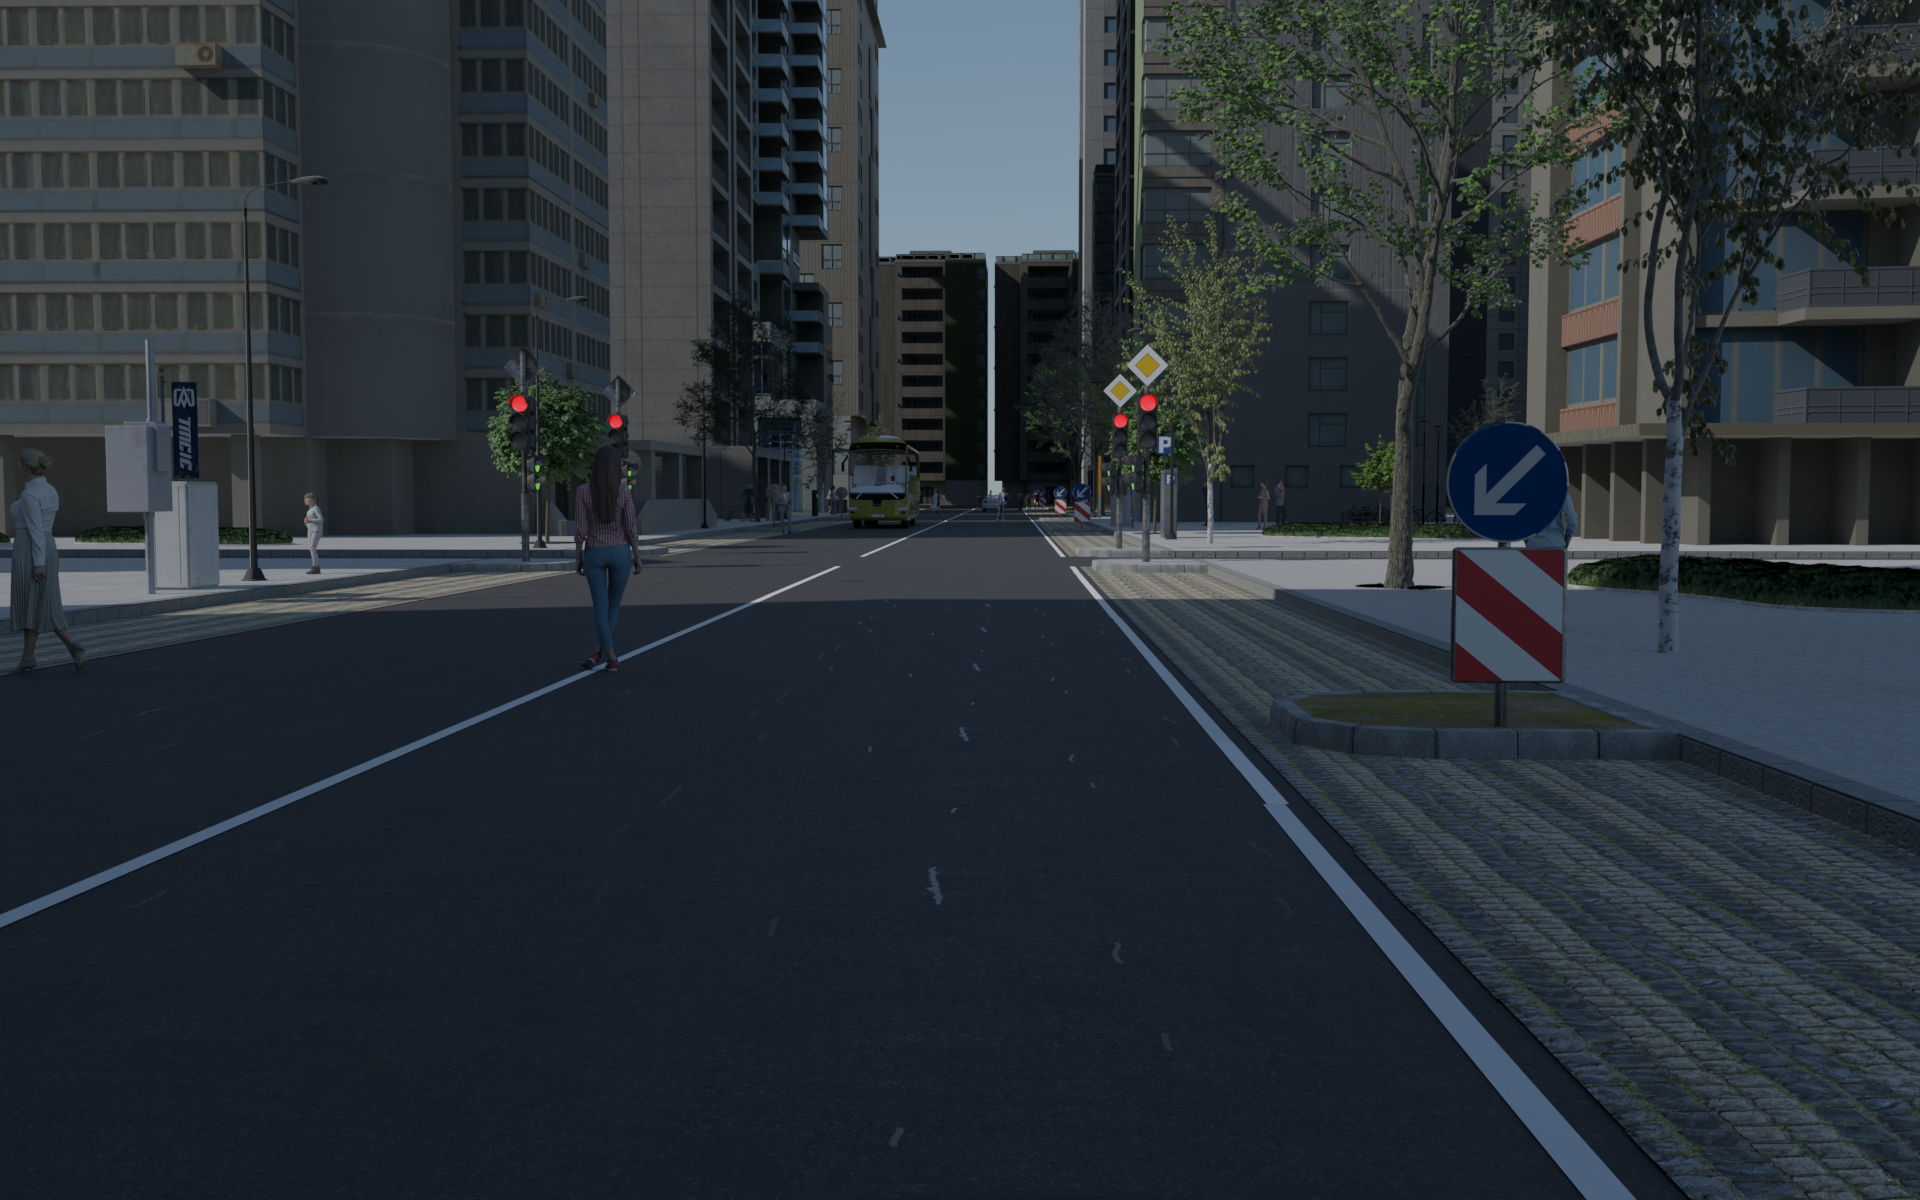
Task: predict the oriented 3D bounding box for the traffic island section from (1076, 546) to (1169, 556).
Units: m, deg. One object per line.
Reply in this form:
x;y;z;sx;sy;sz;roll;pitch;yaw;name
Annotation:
3.762;-1.126;40.690;2.009;0.180;2.903;0;4;2;traffic island section

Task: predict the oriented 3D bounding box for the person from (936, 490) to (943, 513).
-1.598;-7.348;129.352;0.721;1.735;1.217;2;4;31;person

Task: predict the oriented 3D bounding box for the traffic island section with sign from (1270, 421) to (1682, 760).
2.904;-0.098;10.236;1.989;1.847;2.006;0;4;2;traffic island section with sign

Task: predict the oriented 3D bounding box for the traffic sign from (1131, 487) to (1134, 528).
6.456;-3.951;64.706;0.768;2.556;0.104;1;4;10;traffic sign

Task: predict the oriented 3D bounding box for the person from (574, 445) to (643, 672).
-2.837;-0.336;14.002;0.555;1.821;0.388;-2;4;-24;person

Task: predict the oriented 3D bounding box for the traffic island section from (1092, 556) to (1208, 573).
3.534;-0.638;32.708;2.009;0.180;2.903;0;4;2;traffic island section

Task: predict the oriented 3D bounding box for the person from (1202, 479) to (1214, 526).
9.924;-3.920;69.505;0.474;1.900;0.648;1;4;11;person

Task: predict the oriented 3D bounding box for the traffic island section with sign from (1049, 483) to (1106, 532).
4.464;-3.465;65.279;1.989;1.847;2.006;0;4;2;traffic island section with sign

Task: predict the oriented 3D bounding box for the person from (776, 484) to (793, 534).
-6.310;-3.296;62.583;0.606;1.804;0.583;-2;4;-32;person

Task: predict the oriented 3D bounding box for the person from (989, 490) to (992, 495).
3.092;-10.060;172.965;0.705;1.826;1.348;0;4;-4;person

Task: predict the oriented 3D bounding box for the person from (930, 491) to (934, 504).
-2.598;-10.032;173.233;1.217;1.735;0.721;-3;5;-45;person

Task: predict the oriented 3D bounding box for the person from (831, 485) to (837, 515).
-7.805;-6.202;107.456;0.388;1.821;0.555;-1;4;-13;person

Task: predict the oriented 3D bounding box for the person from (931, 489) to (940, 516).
-1.569;-6.253;111.084;0.624;1.780;0.694;2;4;26;person

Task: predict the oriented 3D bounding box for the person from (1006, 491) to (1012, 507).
5.213;-11.183;192.046;1.217;1.736;0.721;2;4;28;person

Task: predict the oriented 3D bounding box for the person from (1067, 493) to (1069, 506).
11.219;-10.418;179.642;0.557;1.426;1.065;0;4;3;person

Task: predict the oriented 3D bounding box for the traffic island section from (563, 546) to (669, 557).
-8.075;-1.147;41.030;2.009;0.180;2.903;0;4;2;traffic island section

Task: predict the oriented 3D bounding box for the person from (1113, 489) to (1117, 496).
6.847;-4.303;76.405;0.388;1.821;0.555;-1;4;-20;person

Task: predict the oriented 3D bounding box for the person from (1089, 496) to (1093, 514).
8.553;-6.241;113.580;0.738;1.151;1.012;-1;4;-22;person

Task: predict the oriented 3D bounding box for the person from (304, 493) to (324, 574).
-10.364;-1.065;27.738;0.425;1.301;0.394;2;4;26;person

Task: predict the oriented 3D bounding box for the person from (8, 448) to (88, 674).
-7.293;-0.311;13.803;0.641;1.798;0.478;1;4;8;person

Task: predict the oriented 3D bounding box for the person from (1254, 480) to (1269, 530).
10.769;-3.384;61.719;0.374;1.781;0.599;-1;4;-16;person

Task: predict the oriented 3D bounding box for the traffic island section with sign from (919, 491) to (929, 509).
-4.068;-9.879;170.145;1.989;1.847;2.006;0;4;2;traffic island section with sign

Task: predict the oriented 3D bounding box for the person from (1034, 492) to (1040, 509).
6.717;-8.615;150.822;0.415;1.643;0.593;3;5;42;person

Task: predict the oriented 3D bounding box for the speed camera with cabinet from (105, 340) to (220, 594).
-10.574;-1.753;22.992;0.660;3.252;2.038;0;4;0;speed camera with cabinet

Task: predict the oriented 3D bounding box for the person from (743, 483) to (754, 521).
-9.999;-4.677;82.696;0.728;1.800;0.709;-1;4;-11;person

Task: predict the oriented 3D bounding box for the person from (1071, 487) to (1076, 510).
9.048;-7.973;136.273;0.709;1.838;0.599;-1;4;-12;person

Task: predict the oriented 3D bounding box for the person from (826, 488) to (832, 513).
-8.984;-6.841;118.681;0.721;1.735;1.217;1;4;9;person

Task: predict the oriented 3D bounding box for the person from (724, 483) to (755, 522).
-10.248;-4.574;81.045;1.509;1.804;0.699;1;4;23;person

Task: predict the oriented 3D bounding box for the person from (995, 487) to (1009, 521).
2.253;-5.120;92.398;0.721;1.800;0.419;1;4;10;person

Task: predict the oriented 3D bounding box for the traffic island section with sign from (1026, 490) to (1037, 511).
6.682;-8.214;142.921;1.989;1.847;2.006;0;4;2;traffic island section with sign

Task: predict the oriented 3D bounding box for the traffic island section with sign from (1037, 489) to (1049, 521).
5.252;-5.150;92.836;1.989;1.847;2.006;0;4;2;traffic island section with sign

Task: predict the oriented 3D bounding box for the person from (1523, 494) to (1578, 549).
5.396;-0.495;15.940;0.589;1.601;0.330;3;5;40;person

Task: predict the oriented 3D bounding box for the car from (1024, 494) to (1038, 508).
7.332;-9.996;173.664;2.015;1.641;3.980;0;4;1;car

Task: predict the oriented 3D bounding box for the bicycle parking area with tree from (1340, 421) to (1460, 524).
19.215;-5.080;70.065;9.016;4.147;8.231;2;4;34;bicycle parking area with tree

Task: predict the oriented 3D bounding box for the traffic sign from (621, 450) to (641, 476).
-9.558;-3.042;49.840;0.768;2.556;0.104;0;4;6;traffic sign

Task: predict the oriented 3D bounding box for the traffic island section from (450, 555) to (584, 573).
-8.302;-0.659;33.049;2.009;0.180;2.903;0;4;2;traffic island section

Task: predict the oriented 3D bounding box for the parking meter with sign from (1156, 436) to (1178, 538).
6.121;-3.343;50.925;0.543;3.016;1.738;0;3;0;parking meter with sign

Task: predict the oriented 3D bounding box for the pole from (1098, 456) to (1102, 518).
7.451;-6.021;92.286;0.158;3.312;0.155;0;3;0;pole

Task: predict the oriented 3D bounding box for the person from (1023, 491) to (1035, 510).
6.065;-8.773;152.639;1.217;1.736;0.721;2;4;27;person

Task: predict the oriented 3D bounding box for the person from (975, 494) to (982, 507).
1.978;-10.757;187.561;0.799;1.438;0.628;-2;4;-34;person

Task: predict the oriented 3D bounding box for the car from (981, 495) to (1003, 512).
2.741;-7.832;140.419;2.083;1.381;4.827;0;4;1;car

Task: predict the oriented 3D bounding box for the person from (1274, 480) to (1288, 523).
11.565;-3.432;62.344;0.592;1.802;0.473;-3;5;-43;person

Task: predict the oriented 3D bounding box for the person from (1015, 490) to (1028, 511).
5.249;-8.597;149.152;1.350;1.814;0.705;3;5;40;person
